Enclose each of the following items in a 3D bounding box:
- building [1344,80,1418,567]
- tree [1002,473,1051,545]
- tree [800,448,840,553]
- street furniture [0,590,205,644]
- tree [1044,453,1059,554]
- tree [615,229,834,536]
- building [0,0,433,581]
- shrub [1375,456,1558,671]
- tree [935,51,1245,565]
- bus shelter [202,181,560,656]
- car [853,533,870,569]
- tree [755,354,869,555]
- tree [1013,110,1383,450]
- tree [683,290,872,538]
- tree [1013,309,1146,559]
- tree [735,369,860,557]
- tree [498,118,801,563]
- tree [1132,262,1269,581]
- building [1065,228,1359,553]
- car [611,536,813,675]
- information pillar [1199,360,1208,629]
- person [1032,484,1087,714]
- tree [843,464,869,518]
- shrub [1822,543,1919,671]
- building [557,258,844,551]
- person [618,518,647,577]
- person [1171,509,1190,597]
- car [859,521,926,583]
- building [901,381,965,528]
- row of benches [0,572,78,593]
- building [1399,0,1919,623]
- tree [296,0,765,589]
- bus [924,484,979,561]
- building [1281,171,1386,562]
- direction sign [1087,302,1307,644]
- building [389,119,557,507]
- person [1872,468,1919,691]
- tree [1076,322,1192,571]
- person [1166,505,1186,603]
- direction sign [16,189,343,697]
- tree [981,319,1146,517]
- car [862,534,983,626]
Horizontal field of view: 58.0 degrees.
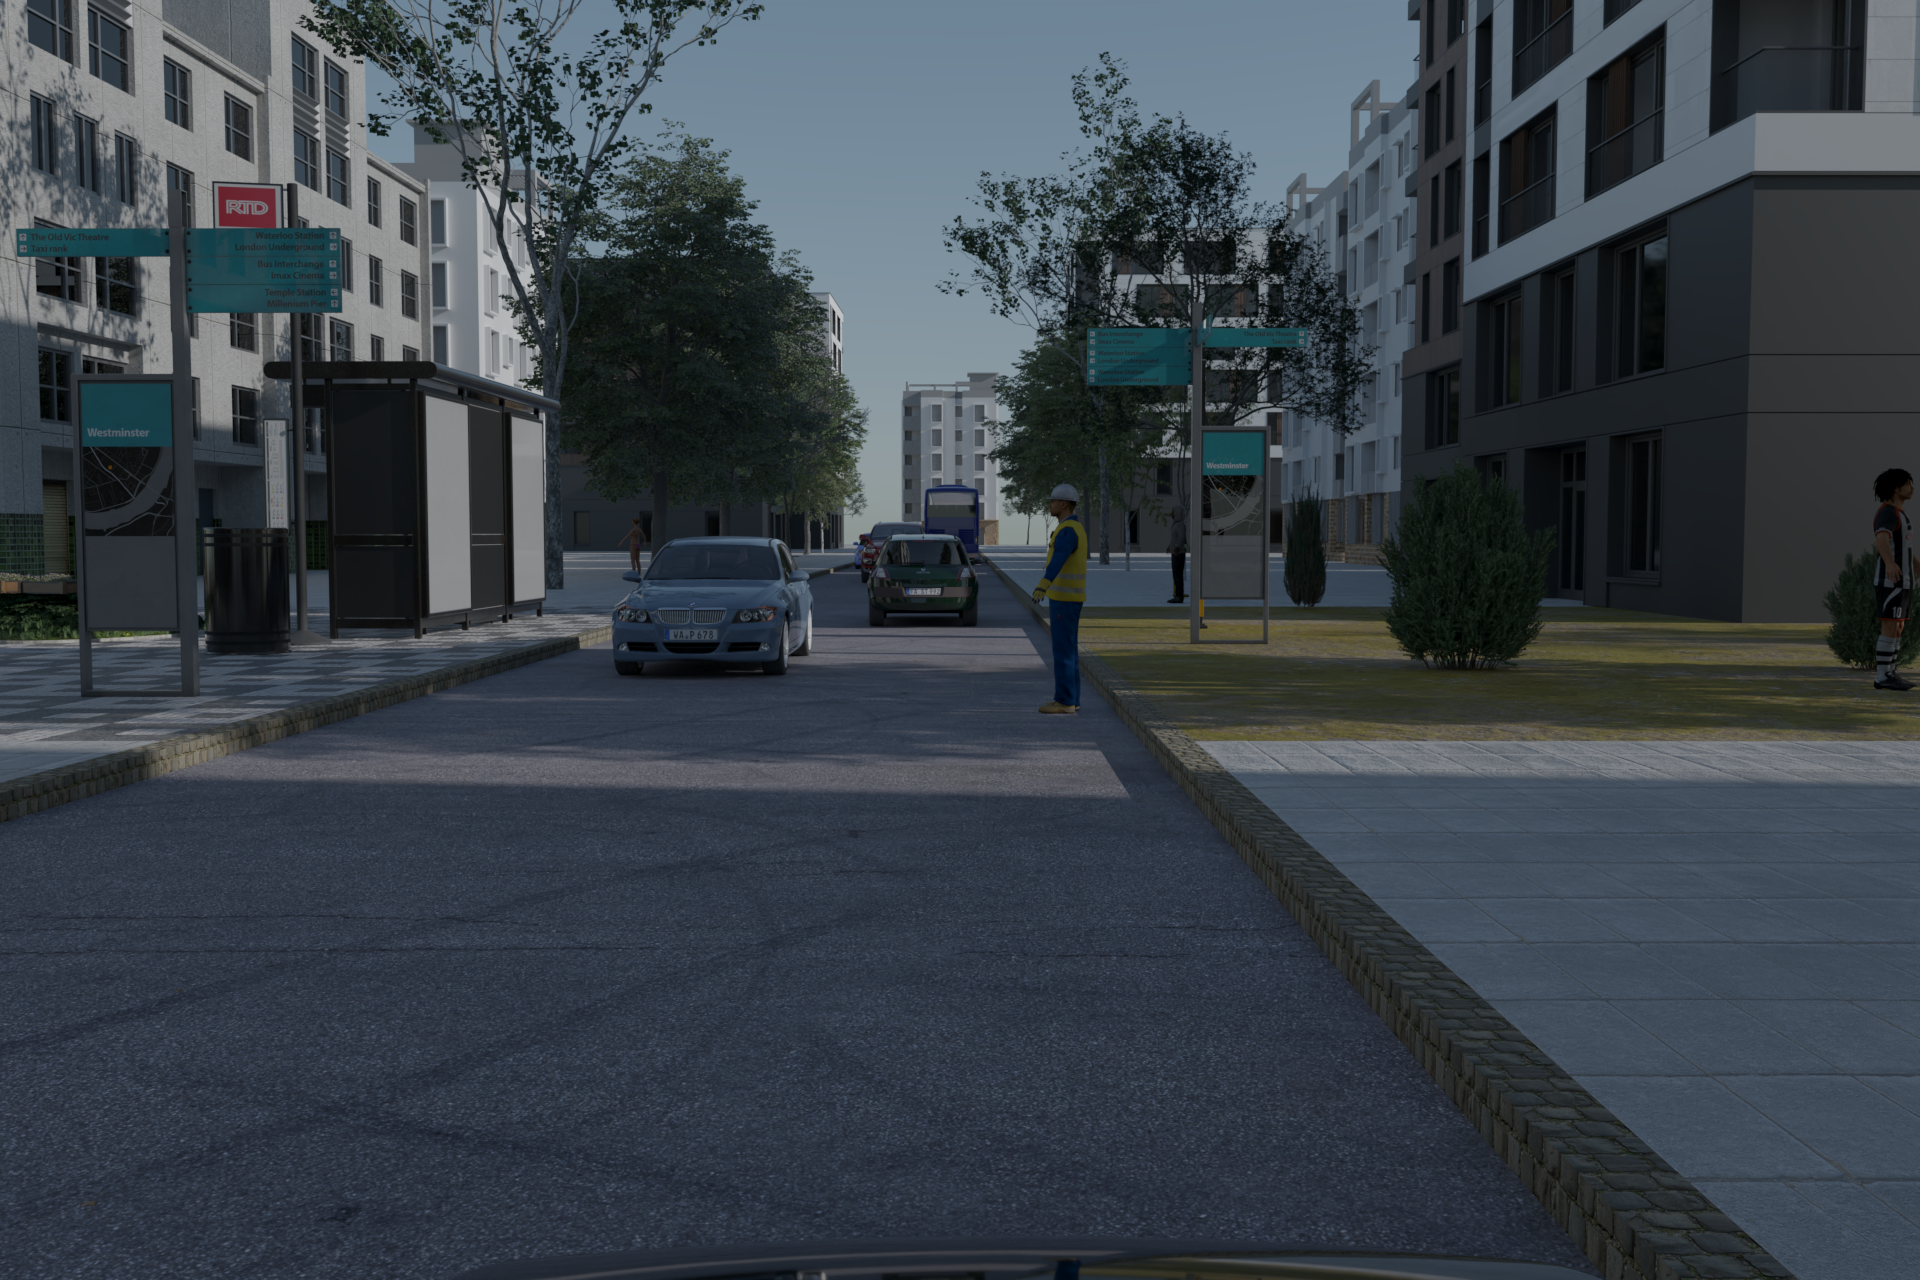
[{"bbox_3d":[21.817,-13.286,73.653,16.016,20.090,11.380,0,4,0],"label":"building"},{"bbox_3d":[8.421,-16.675,207.043,7.601,10.594,8.767,0,4,8],"label":"tree"},{"bbox_3d":[-9.061,-10.143,116.196,4.360,8.622,3.978,0,3,0],"label":"tree"},{"bbox_3d":[-13.188,-0.300,20.538,5.734,0.657,10.072,1,4,21],"label":"street furniture"},{"bbox_3d":[5.545,-9.899,112.207,4.360,8.622,3.978,0,3,0],"label":"tree"},{"bbox_3d":[-9.922,-10.120,72.111,9.857,13.997,8.962,0,3,0],"label":"tree"},{"bbox_3d":[-29.847,-11.500,54.477,16.747,18.905,31.486,0,4,0],"label":"building"},{"bbox_3d":[4.785,-0.736,16.458,1.690,2.028,1.600,0,3,0],"label":"shrub"},{"bbox_3d":[5.158,-13.160,71.054,12.611,20.169,13.585,0,3,0],"label":"tree"},{"bbox_3d":[-7.357,-2.743,22.479,2.179,5.291,8.768,0,4,1],"label":"bus shelter"},{"bbox_3d":[-3.452,-3.814,71.951,1.945,1.707,3.694,0,4,0],"label":"car"},{"bbox_3d":[-9.337,-11.563,107.182,7.486,12.596,7.792,0,3,0],"label":"tree"},{"bbox_3d":[5.647,-6.333,37.958,8.767,10.594,7.601,-2,4,-30],"label":"tree"},{"bbox_3d":[-9.521,-10.755,86.217,12.009,13.543,11.850,0,3,0],"label":"tree"},{"bbox_3d":[6.157,-10.374,87.740,7.486,12.596,7.792,0,3,0],"label":"tree"},{"bbox_3d":[-9.587,-10.488,97.235,9.928,11.665,9.643,0,3,0],"label":"tree"},{"bbox_3d":[-9.612,-9.076,55.054,9.857,13.997,8.962,0,3,0],"label":"tree"},{"bbox_3d":[5.923,-5.940,47.480,4.360,8.622,3.978,0,3,0],"label":"tree"},{"bbox_3d":[21.799,-17.618,132.024,27.936,21.610,32.646,0,4,0],"label":"building"},{"bbox_3d":[-2.626,-0.436,19.130,2.014,1.417,4.499,0,3,0],"label":"car"},{"bbox_3d":[3.254,-1.971,23.583,0.183,3.616,0.504,0,4,-1],"label":"information pillar"},{"bbox_3d":[0.813,-0.337,13.941,0.705,1.833,1.349,1,4,13],"label":"person"},{"bbox_3d":[-14.396,-16.727,207.890,7.601,10.594,8.767,0,4,-1],"label":"tree"},{"bbox_3d":[8.640,-0.317,16.302,1.383,1.207,1.383,0,3,0],"label":"shrub"},{"bbox_3d":[-24.950,-18.392,144.692,27.936,21.610,32.646,0,4,1],"label":"building"},{"bbox_3d":[-9.138,-2.546,48.433,0.721,1.733,1.217,2,4,27],"label":"person"},{"bbox_3d":[4.492,-1.782,35.276,0.704,1.812,1.346,0,4,-2],"label":"person"},{"bbox_3d":[-1.879,-2.679,52.479,2.281,1.827,5.304,0,4,0],"label":"car"},{"bbox_3d":[-6.649,-21.345,207.869,11.380,20.090,16.016,1,4,10],"label":"building"},{"bbox_3d":[-15.518,-0.757,27.843,4.104,0.672,1.422,2,4,26],"label":"row of benches"},{"bbox_3d":[25.098,-12.020,40.501,27.936,21.610,32.646,0,4,0],"label":"building"},{"bbox_3d":[-10.867,-11.219,39.328,12.611,20.169,13.585,0,3,0],"label":"tree"},{"bbox_3d":[-0.412,-5.721,85.091,2.896,3.916,12.251,0,4,0],"label":"bus"},{"bbox_3d":[22.492,-14.415,92.110,16.016,20.090,11.380,0,4,0],"label":"building"},{"bbox_3d":[2.729,-1.883,19.542,2.525,3.948,1.411,0,4,1],"label":"direction sign"},{"bbox_3d":[-26.616,-13.699,80.406,16.016,20.090,11.380,0,4,0],"label":"building"},{"bbox_3d":[7.747,-0.500,14.315,0.704,1.843,1.345,3,4,37],"label":"person"},{"bbox_3d":[5.838,-6.666,59.345,4.737,8.622,4.395,0,3,0],"label":"tree"},{"bbox_3d":[4.012,-1.591,32.149,0.705,1.813,1.348,0,4,0],"label":"person"},{"bbox_3d":[-6.069,-1.551,14.117,2.525,3.948,1.411,0,4,1],"label":"direction sign"},{"bbox_3d":[6.024,-11.816,99.849,9.857,13.997,8.962,0,3,0],"label":"tree"},{"bbox_3d":[-0.606,-1.133,28.310,2.009,1.686,4.222,0,4,-1],"label":"car"}]
